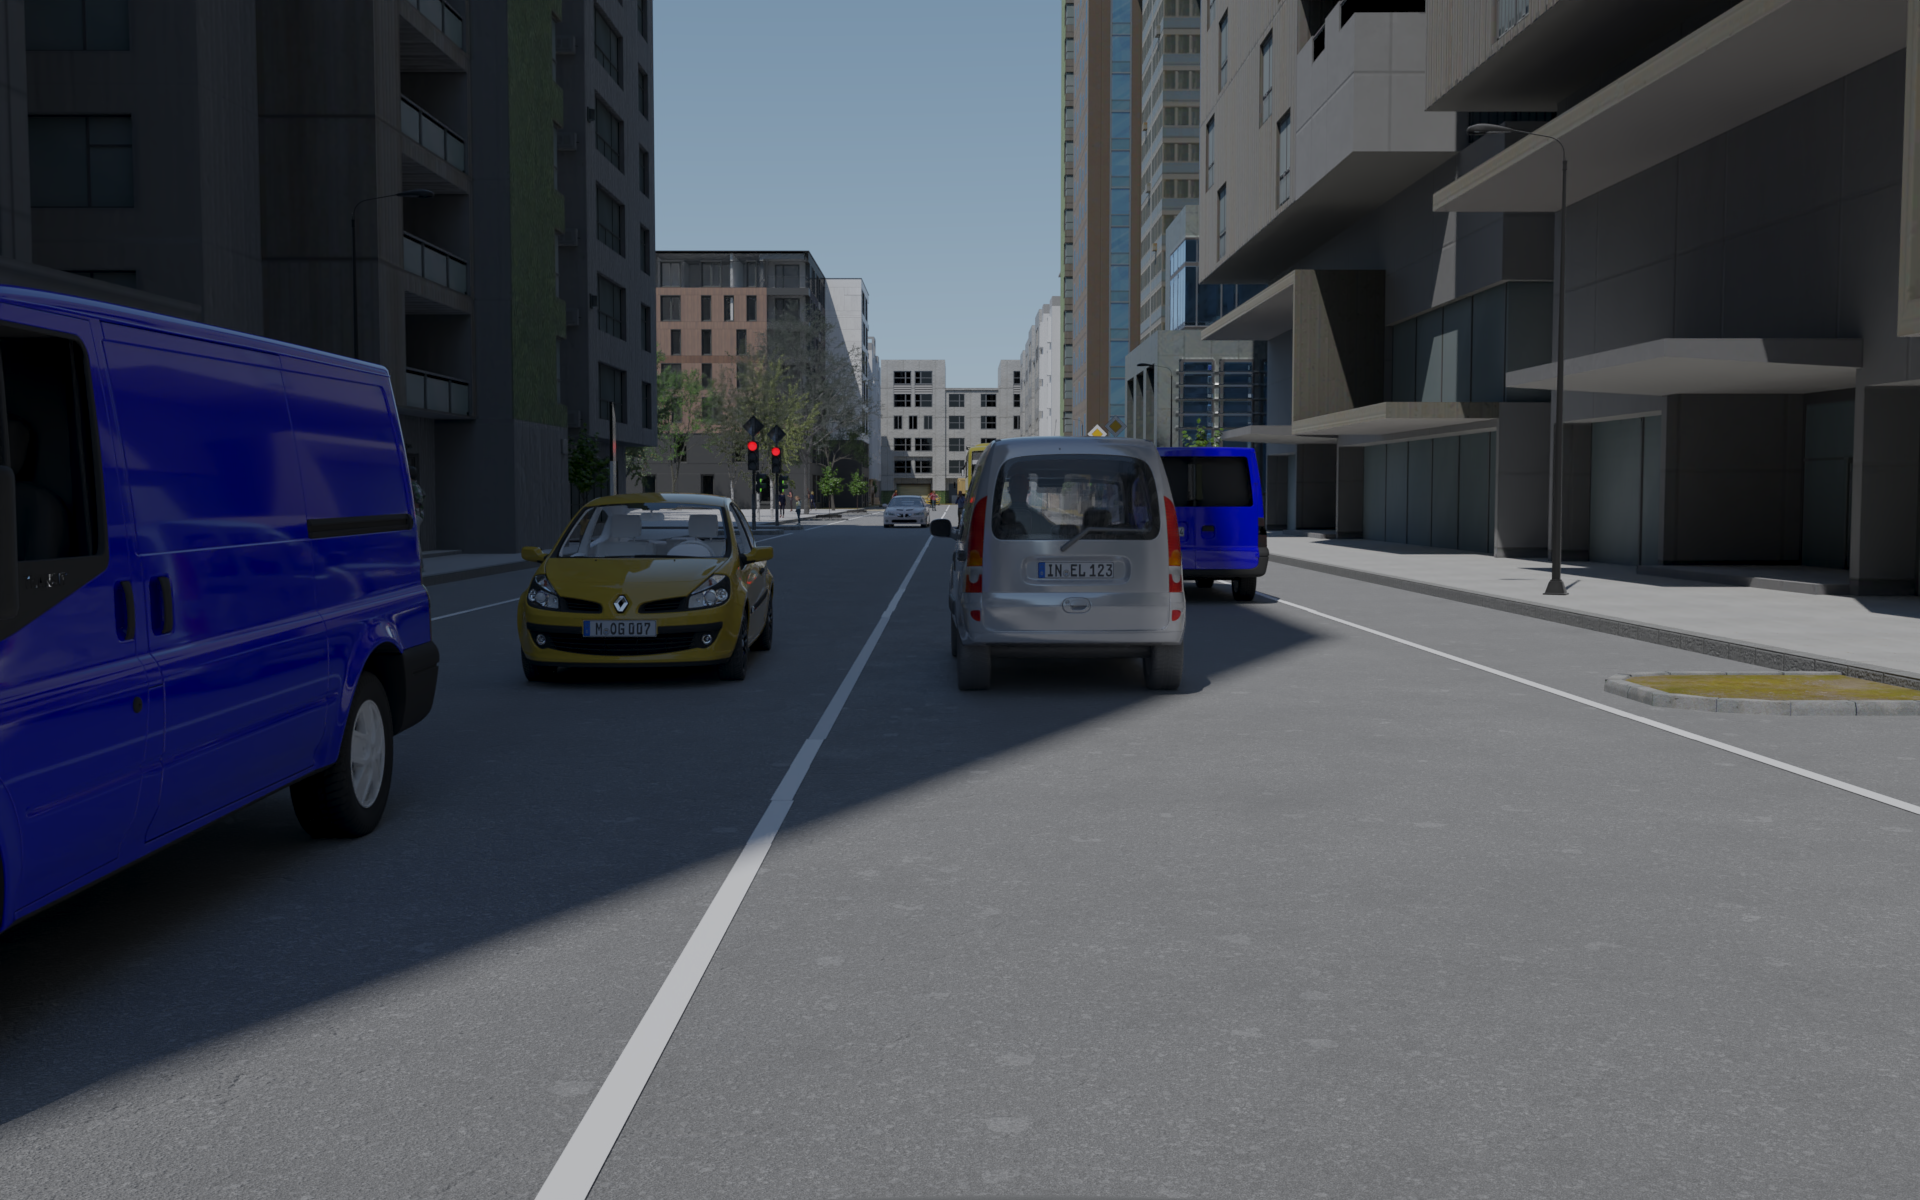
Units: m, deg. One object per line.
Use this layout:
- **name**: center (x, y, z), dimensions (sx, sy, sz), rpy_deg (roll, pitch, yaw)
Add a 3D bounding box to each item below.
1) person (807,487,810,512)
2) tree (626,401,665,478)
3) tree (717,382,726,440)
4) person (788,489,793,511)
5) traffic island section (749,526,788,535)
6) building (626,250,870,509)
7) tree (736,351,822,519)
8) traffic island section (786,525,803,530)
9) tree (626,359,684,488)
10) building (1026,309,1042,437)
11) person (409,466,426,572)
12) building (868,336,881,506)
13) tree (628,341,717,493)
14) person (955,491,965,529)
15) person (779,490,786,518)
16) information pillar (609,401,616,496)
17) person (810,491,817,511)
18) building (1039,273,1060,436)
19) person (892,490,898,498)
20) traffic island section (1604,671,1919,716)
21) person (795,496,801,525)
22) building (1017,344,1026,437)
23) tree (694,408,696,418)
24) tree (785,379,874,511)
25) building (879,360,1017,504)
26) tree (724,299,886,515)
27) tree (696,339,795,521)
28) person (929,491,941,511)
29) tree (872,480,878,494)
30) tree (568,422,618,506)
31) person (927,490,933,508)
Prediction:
- **person**: center (-10.996, -7.234, 124.445), dimensions (0.434, 1.807, 0.598), rpy_deg (0, 4, -7)
- **tree**: center (-24.010, -11.975, 112.800), dimensions (9.611, 12.733, 9.660), rpy_deg (0, 3, 0)
- **tree**: center (-22.599, -12.941, 137.343), dimensions (9.928, 11.665, 9.643), rpy_deg (0, 3, 0)
- **person**: center (-12.513, -7.354, 127.755), dimensions (0.415, 1.643, 0.593), rpy_deg (-2, 4, -32)
- **traffic island section**: center (-7.382, -2.422, 61.880), dimensions (2.009, 0.180, 2.903), rpy_deg (0, 4, 0)
- **building**: center (-23.222, -19.433, 161.707), dimensions (27.936, 21.610, 32.646), rpy_deg (0, 4, 0)
- **tree**: center (-9.544, -8.514, 89.566), dimensions (4.737, 8.622, 4.395), rpy_deg (0, 3, 0)
- **traffic island section**: center (-7.401, -2.910, 69.865), dimensions (2.009, 0.180, 2.903), rpy_deg (0, 4, 0)
- **tree**: center (-14.538, -7.663, 75.657), dimensions (4.737, 8.622, 4.395), rpy_deg (0, 3, 0)
- **building**: center (15.892, -18.815, 174.090), dimensions (16.747, 18.905, 31.486), rpy_deg (0, 4, 0)
- **person**: center (-8.866, -1.308, 28.145), dimensions (0.376, 1.734, 0.841), rpy_deg (-1, 4, -9)
- **building**: center (-15.626, -21.863, 213.871), dimensions (11.380, 20.091, 16.016), rpy_deg (0, 4, 0)
- **tree**: center (-20.332, -10.723, 101.078), dimensions (9.928, 11.665, 9.643), rpy_deg (0, 3, 0)
- **person**: center (0.024, -3.681, 70.741), dimensions (0.319, 1.574, 0.516), rpy_deg (-3, 5, -40)
- **person**: center (-9.637, -5.201, 93.617), dimensions (0.480, 1.512, 0.613), rpy_deg (-2, 4, -34)
- **information pillar**: center (-8.796, -3.214, 43.907), dimensions (0.183, 3.616, 0.504), rpy_deg (0, 4, -3)
- **person**: center (-11.340, -7.658, 133.791), dimensions (0.613, 1.512, 0.480), rpy_deg (1, 4, 14)
- **building**: center (15.075, -18.090, 152.186), dimensions (16.016, 20.091, 11.380), rpy_deg (0, 4, 0)
- **person**: center (-5.536, -8.653, 149.947), dimensions (0.705, 1.831, 1.348), rpy_deg (2, 4, 35)
- **traffic island section**: center (5.670, 0.653, 12.184), dimensions (1.991, 0.108, 1.994), rpy_deg (0, 4, 0)
- **person**: center (-7.484, -4.139, 80.088), dimensions (0.435, 1.345, 0.340), rpy_deg (3, 5, 44)
- **building**: center (16.088, -20.738, 205.517), dimensions (16.747, 18.905, 31.486), rpy_deg (0, 4, 0)
- **tree**: center (-12.777, -8.965, 96.934), dimensions (4.360, 8.622, 3.978), rpy_deg (0, 3, 0)
- **tree**: center (-10.071, -12.183, 133.601), dimensions (7.601, 10.594, 8.767), rpy_deg (2, 4, 26)
- **building**: center (5.337, -22.614, 236.202), dimensions (31.486, 18.905, 16.747), rpy_deg (0, 4, 0)
- **tree**: center (-9.709, -12.114, 108.426), dimensions (12.009, 13.543, 11.850), rpy_deg (0, 3, 0)
- **tree**: center (-9.580, -8.018, 81.463), dimensions (4.360, 8.622, 3.978), rpy_deg (0, 3, 0)
- **person**: center (-2.137, -8.387, 146.352), dimensions (1.217, 1.743, 0.721), rpy_deg (-3, 4, -38)
- **tree**: center (-10.176, -12.805, 203.968), dimensions (1.663, 3.219, 1.824), rpy_deg (0, 3, 0)
- **tree**: center (-9.919, -3.159, 46.252), dimensions (1.663, 3.219, 1.824), rpy_deg (0, 3, 0)
- **person**: center (-2.931, -10.519, 180.418), dimensions (1.348, 1.831, 0.705), rpy_deg (3, 5, 39)
